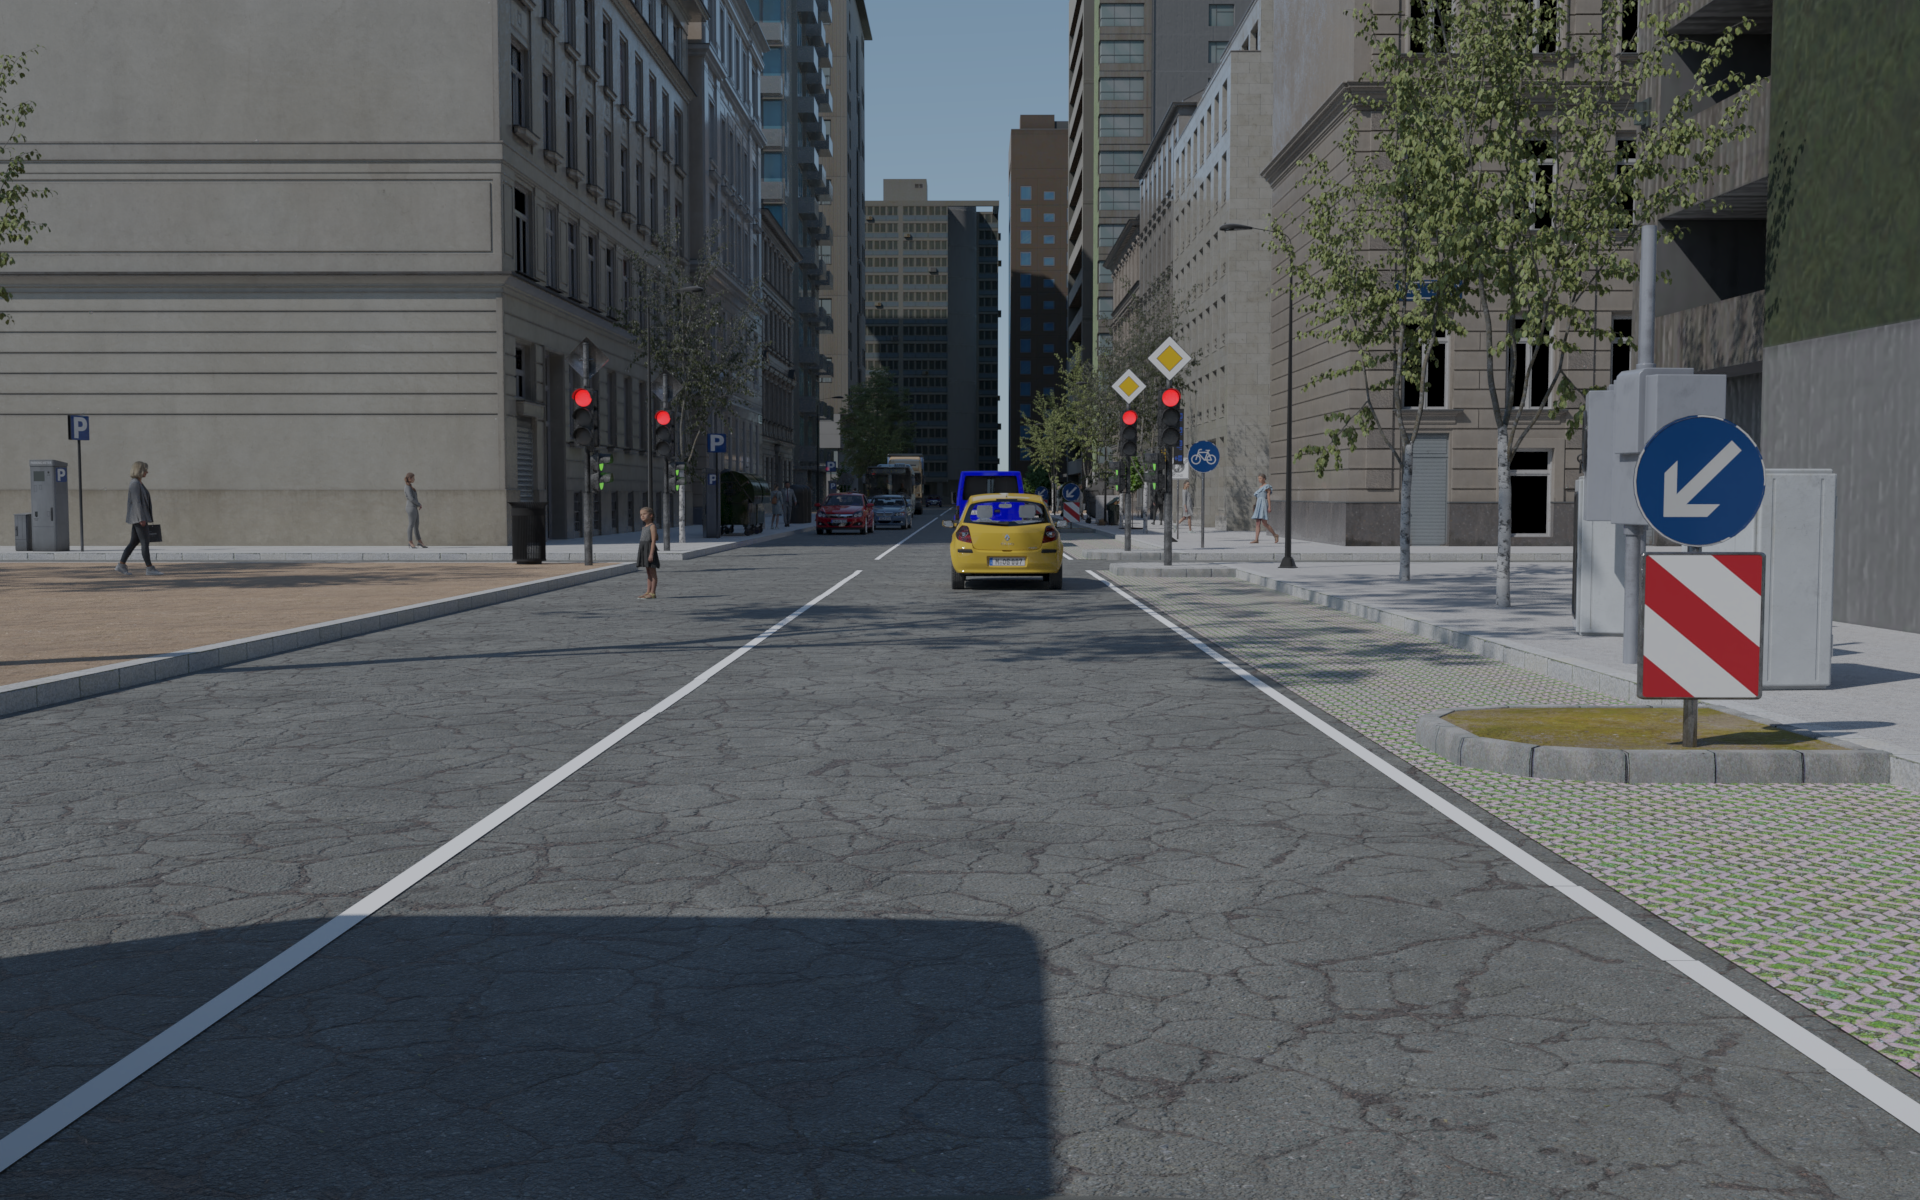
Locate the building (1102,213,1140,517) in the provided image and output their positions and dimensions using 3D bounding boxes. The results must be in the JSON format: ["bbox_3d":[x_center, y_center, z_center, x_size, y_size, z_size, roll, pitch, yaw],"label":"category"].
[{"bbox_3d":[14.565,-14.674,104.543,10.561,19.102,19.286,0,4,0],"label":"building"}]

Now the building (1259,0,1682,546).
[{"bbox_3d":[21.596,-15.283,47.136,25.104,27.353,12.463,0,4,0],"label":"building"}]

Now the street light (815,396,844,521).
[{"bbox_3d":[-6.211,-6.708,82.210,1.470,5.913,1.316,0,4,0],"label":"street light"}]

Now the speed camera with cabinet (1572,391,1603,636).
[{"bbox_3d":[5.818,-1.290,15.420,0.660,3.252,2.038,1,4,17],"label":"speed camera with cabinet"}]

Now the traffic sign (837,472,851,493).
[{"bbox_3d":[-6.802,-6.175,100.961,0.884,2.594,0.081,0,4,6],"label":"traffic sign"}]

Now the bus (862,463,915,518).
[{"bbox_3d":[-4.034,-6.561,102.129,2.948,3.499,13.247,0,4,-1],"label":"bus"}]

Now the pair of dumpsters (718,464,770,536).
[{"bbox_3d":[-6.999,-3.196,54.748,1.574,2.255,4.437,0,4,1],"label":"pair of dumpsters"}]

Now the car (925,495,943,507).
[{"bbox_3d":[-2.833,-10.752,188.368,1.945,1.354,3.894,0,4,0],"label":"car"}]

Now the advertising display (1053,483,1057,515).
[{"bbox_3d":[5.785,-6.130,105.440,0.123,1.923,0.974,1,4,9],"label":"advertising display"}]

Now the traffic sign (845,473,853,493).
[{"bbox_3d":[-6.693,-6.262,102.483,0.768,2.556,0.104,0,4,5],"label":"traffic sign"}]

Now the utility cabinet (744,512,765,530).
[{"bbox_3d":[-7.387,-3.272,62.174,0.318,1.500,1.173,1,4,18],"label":"utility cabinet"}]

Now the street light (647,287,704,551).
[{"bbox_3d":[-6.431,-4.059,38.911,1.470,5.913,1.316,0,4,0],"label":"street light"}]

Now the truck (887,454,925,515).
[{"bbox_3d":[-3.831,-8.182,122.695,2.839,4.237,11.283,0,4,-1],"label":"truck"}]

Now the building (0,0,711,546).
[{"bbox_3d":[-18.305,-13.633,56.185,16.112,22.955,30.059,0,4,0],"label":"building"}]

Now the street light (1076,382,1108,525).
[{"bbox_3d":[5.494,-6.070,71.786,1.470,5.913,1.316,0,4,0],"label":"street light"}]

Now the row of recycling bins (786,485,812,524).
[{"bbox_3d":[-7.119,-4.251,76.621,1.069,1.692,3.534,0,4,2],"label":"row of recycling bins"}]

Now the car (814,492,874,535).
[{"bbox_3d":[-4.134,-3.272,62.545,2.155,1.783,4.494,0,4,2],"label":"car"}]

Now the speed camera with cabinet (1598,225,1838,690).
[{"bbox_3d":[5.335,-1.092,12.198,0.660,3.252,2.038,0,4,-6],"label":"speed camera with cabinet"}]

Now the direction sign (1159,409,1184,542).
[{"bbox_3d":[5.644,-3.320,46.279,0.379,3.537,0.876,-3,4,-38],"label":"direction sign"}]

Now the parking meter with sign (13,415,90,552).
[{"bbox_3d":[-20.338,-2.595,38.687,1.738,3.016,0.543,1,4,15],"label":"parking meter with sign"}]

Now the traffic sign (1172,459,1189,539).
[{"bbox_3d":[6.172,-2.868,49.029,0.606,2.300,0.079,0,4,2],"label":"traffic sign"}]

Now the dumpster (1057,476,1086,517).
[{"bbox_3d":[6.234,-5.761,96.688,1.502,2.255,1.985,0,4,0],"label":"dumpster"}]

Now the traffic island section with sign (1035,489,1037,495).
[{"bbox_3d":[4.153,-5.044,91.098,1.989,1.847,2.006,0,4,0],"label":"traffic island section with sign"}]

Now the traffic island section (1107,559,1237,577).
[{"bbox_3d":[3.748,-0.537,31.054,2.009,0.180,2.903,0,4,0],"label":"traffic island section"}]

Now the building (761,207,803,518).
[{"bbox_3d":[-15.302,-14.456,100.988,10.561,19.102,19.286,0,4,0],"label":"building"}]

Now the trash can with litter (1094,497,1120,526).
[{"bbox_3d":[6.044,-3.615,70.500,1.055,1.170,0.624,-1,4,-14],"label":"trash can with litter"}]

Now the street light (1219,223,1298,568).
[{"bbox_3d":[5.148,-3.507,29.883,1.470,5.913,1.316,0,4,0],"label":"street light"}]

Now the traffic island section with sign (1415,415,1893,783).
[{"bbox_3d":[3.607,-0.051,9.463,1.989,1.847,2.006,0,4,0],"label":"traffic island section with sign"}]

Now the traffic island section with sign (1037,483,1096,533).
[{"bbox_3d":[3.974,-3.395,64.143,1.989,1.847,2.006,0,4,0],"label":"traffic island section with sign"}]

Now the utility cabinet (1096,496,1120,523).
[{"bbox_3d":[6.329,-3.851,74.118,1.020,1.237,0.306,1,4,16],"label":"utility cabinet"}]

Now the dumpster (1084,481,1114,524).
[{"bbox_3d":[6.106,-4.263,75.462,1.264,1.857,1.865,0,4,0],"label":"dumpster"}]

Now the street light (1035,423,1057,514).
[{"bbox_3d":[5.649,-8.655,114.052,1.470,5.913,1.316,0,4,0],"label":"street light"}]

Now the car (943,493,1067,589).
[{"bbox_3d":[0.720,-1.054,27.456,2.015,1.641,3.980,0,4,1],"label":"car"}]

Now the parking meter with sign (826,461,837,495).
[{"bbox_3d":[-6.748,-5.816,91.350,0.543,3.016,1.738,-1,4,-8],"label":"parking meter with sign"}]

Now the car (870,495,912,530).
[{"bbox_3d":[-2.947,-3.626,71.291,2.014,1.417,4.499,0,4,2],"label":"car"}]

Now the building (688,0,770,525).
[{"bbox_3d":[-16.619,-18.051,81.039,13.634,28.700,20.117,0,4,0],"label":"building"}]

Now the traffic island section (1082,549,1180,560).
[{"bbox_3d":[3.803,-1.025,39.039,2.009,0.180,2.903,0,4,0],"label":"traffic island section"}]

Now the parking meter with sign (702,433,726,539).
[{"bbox_3d":[-7.253,-3.328,50.679,0.543,3.016,1.738,-1,4,-18],"label":"parking meter with sign"}]

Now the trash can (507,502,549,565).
[{"bbox_3d":[-7.881,-1.223,31.652,0.748,1.137,0.748,0,3,0],"label":"trash can"}]

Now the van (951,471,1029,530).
[{"bbox_3d":[0.844,-2.681,48.212,2.240,2.365,5.245,0,4,1],"label":"van"}]

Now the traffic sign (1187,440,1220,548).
[{"bbox_3d":[5.785,-2.515,41.225,0.768,2.556,0.104,0,4,1],"label":"traffic sign"}]

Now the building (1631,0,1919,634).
[{"bbox_3d":[15.848,-15.205,20.304,14.160,30.474,14.107,0,4,0],"label":"building"}]
